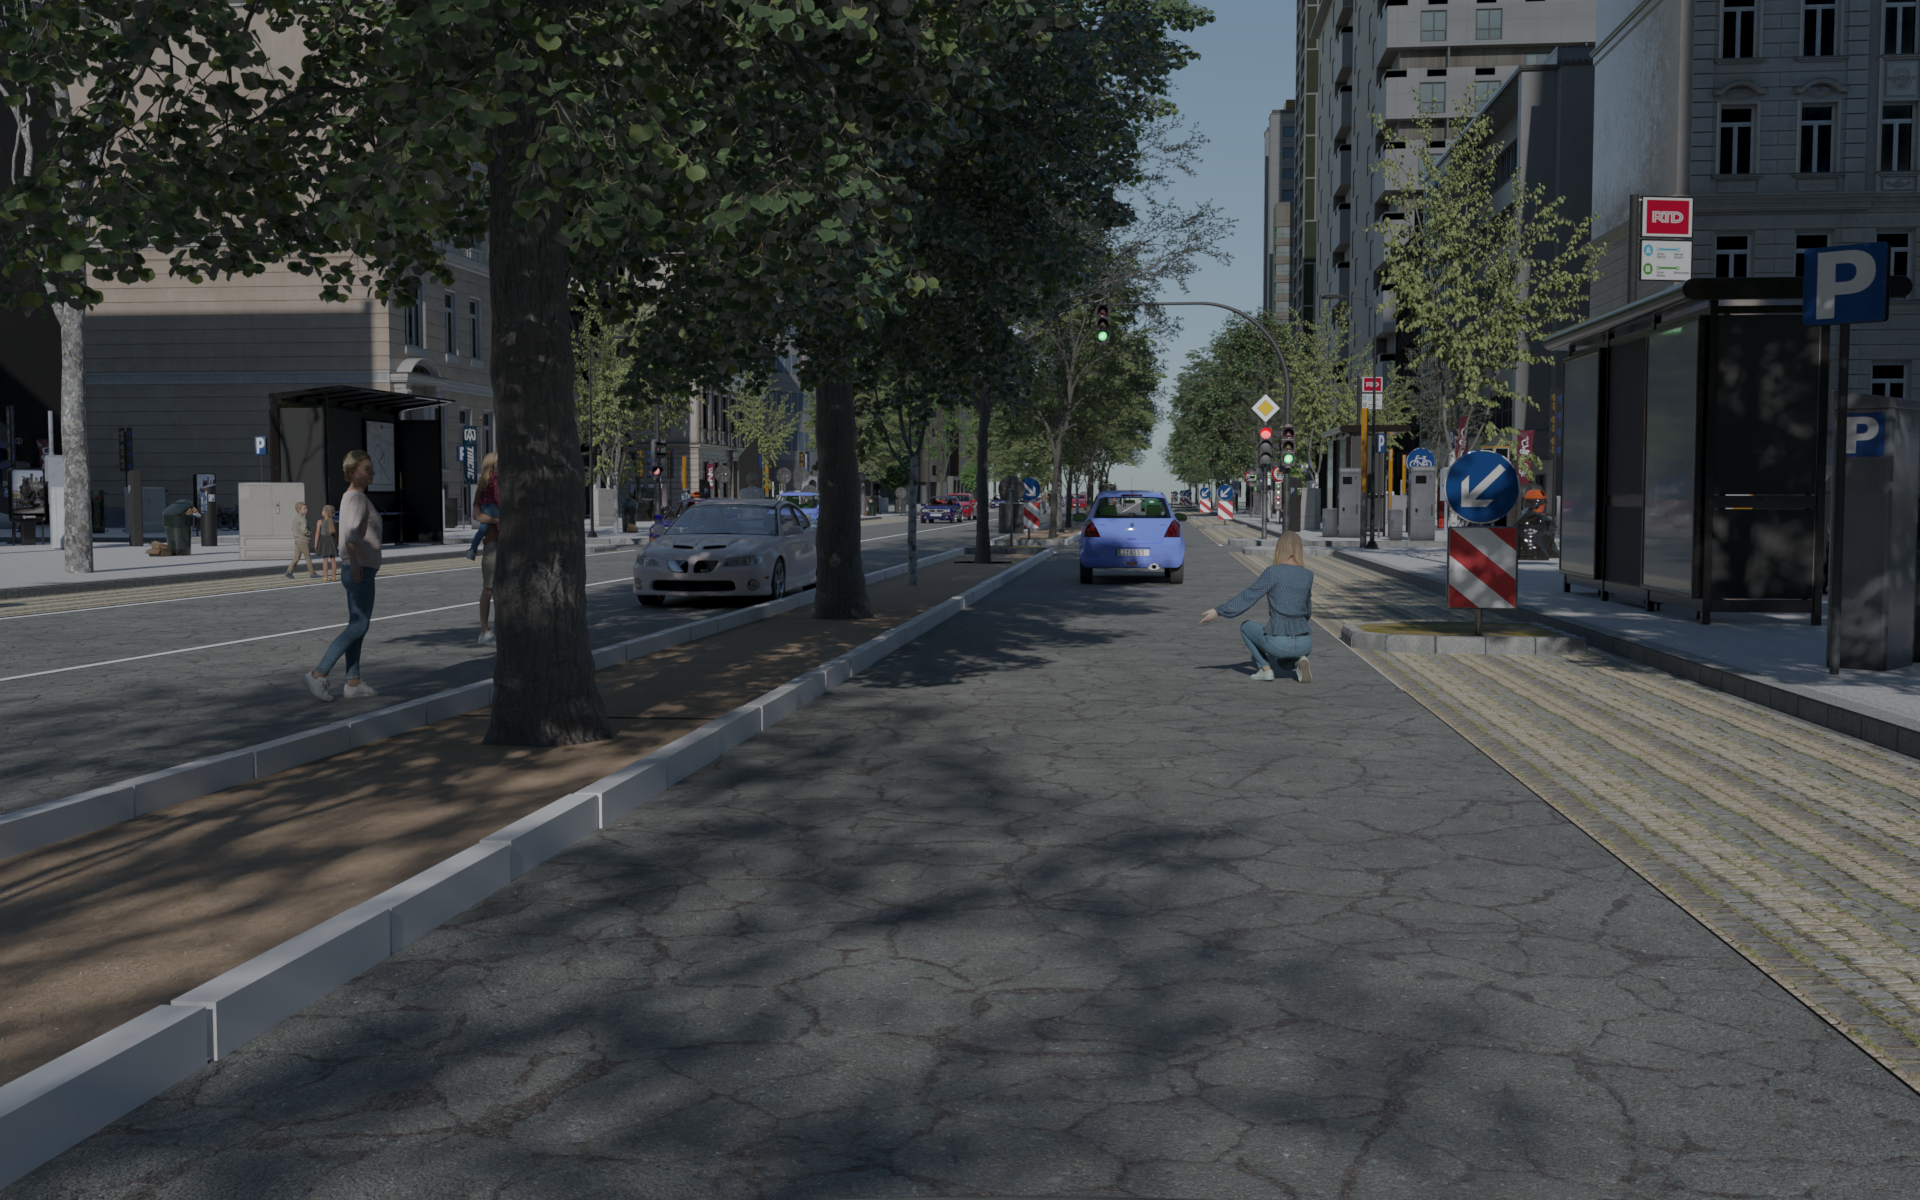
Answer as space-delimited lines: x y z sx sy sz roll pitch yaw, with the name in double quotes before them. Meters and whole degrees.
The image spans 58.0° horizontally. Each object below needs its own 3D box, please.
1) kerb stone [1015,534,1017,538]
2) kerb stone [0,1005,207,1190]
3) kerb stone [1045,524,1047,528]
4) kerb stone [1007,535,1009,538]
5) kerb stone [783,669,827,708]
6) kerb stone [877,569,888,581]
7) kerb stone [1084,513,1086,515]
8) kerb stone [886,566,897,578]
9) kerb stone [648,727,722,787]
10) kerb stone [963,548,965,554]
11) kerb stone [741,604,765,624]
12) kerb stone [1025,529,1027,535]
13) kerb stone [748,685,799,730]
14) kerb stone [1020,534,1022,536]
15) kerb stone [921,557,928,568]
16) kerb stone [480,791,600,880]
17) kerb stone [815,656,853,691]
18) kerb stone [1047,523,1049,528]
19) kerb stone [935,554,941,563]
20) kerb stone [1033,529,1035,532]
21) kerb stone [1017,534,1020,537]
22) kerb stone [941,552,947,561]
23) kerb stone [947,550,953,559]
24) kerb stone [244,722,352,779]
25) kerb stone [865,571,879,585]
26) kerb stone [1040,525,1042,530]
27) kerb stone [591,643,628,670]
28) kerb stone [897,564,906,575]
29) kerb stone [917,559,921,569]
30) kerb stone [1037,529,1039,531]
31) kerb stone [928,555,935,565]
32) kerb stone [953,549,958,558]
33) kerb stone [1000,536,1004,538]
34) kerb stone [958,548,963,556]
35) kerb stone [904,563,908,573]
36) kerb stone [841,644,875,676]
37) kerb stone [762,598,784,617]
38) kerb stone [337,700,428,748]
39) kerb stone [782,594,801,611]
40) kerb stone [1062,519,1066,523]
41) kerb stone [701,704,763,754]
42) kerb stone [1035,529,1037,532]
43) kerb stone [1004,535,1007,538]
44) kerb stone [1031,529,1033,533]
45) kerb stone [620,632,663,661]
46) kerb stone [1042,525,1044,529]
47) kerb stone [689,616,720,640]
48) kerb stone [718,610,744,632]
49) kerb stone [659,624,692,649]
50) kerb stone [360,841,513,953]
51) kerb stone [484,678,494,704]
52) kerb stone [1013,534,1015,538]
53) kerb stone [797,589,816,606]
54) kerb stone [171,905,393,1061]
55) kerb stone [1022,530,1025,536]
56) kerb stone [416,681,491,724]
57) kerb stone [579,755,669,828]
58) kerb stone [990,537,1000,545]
"kerb stone" 1.662 -2.043 55.600 0.120 0.150 1.000 0 4 6
"kerb stone" -2.004 1.123 3.853 0.120 0.150 1.000 0 4 6
"kerb stone" 3.373 -2.974 70.878 0.120 0.150 1.000 0 4 6
"kerb stone" 1.323 -1.856 52.546 0.120 0.150 1.000 0 4 6
"kerb stone" -1.092 0.623 12.008 0.120 0.150 1.000 0 4 6
"kerb stone" -1.367 -0.384 28.515 0.120 0.150 1.000 0 4 6
"kerb stone" 8.837 -5.960 119.759 0.120 0.150 1.000 0 4 6
"kerb stone" -1.243 -0.449 29.530 0.120 0.150 1.000 0 4 6
"kerb stone" -1.428 0.810 8.947 0.120 0.150 1.000 0 4 6
"kerb stone" 0.012 -1.136 40.769 0.120 0.150 1.000 0 4 6
"kerb stone" -2.373 0.177 19.343 0.120 0.150 1.000 0 4 6
"kerb stone" 2.127 -2.291 59.674 0.120 0.150 1.000 0 4 6
"kerb stone" -1.198 0.686 10.986 0.120 0.150 1.000 0 4 6
"kerb stone" 1.895 -2.162 57.642 0.120 0.150 1.000 0 4 6
"kerb stone" -0.790 -0.699 33.627 0.120 0.150 1.000 0 4 6
"kerb stone" -1.664 0.935 6.910 0.120 0.150 1.000 0 4 6
"kerb stone" -0.972 0.560 13.033 0.120 0.150 1.000 0 4 6
"kerb stone" 3.485 -3.040 71.894 0.120 0.150 1.000 0 4 6
"kerb stone" -0.560 -0.824 35.668 0.120 0.150 1.000 0 4 6
"kerb stone" 2.574 -2.540 63.742 0.120 0.150 1.000 0 4 6
"kerb stone" 1.780 -2.106 56.626 0.120 0.150 1.000 0 4 6
"kerb stone" -0.442 -0.885 36.688 0.120 0.150 1.000 0 4 6
"kerb stone" -0.331 -0.943 37.705 0.120 0.150 1.000 0 4 6
"kerb stone" -3.516 0.801 9.147 0.120 0.150 1.000 0 4 6
"kerb stone" -1.471 -0.322 27.498 0.120 0.150 1.000 0 4 6
"kerb stone" 3.033 -2.788 67.814 0.120 0.150 1.000 0 4 6
"kerb stone" -2.961 0.490 14.251 0.120 0.150 1.000 0 4 6
"kerb stone" -1.133 -0.510 30.564 0.120 0.150 1.000 0 4 6
"kerb stone" -0.903 -0.635 32.611 0.120 0.150 1.000 0 4 6
"kerb stone" 2.805 -2.666 65.777 0.120 0.150 1.000 0 4 6
"kerb stone" -0.670 -0.762 34.652 0.120 0.150 1.000 0 4 6
"kerb stone" -0.213 -1.012 38.736 0.120 0.150 1.000 0 4 6
"kerb stone" 1.094 -1.729 50.514 0.120 0.150 1.000 0 4 6
"kerb stone" -0.096 -1.074 39.752 0.120 0.150 1.000 0 4 6
"kerb stone" -1.012 -0.574 31.579 0.120 0.150 1.000 0 4 6
"kerb stone" -0.853 0.498 14.048 0.120 0.150 1.000 0 4 6
"kerb stone" -2.264 0.116 20.360 0.120 0.150 1.000 0 4 6
"kerb stone" -3.405 0.735 10.173 0.120 0.150 1.000 0 4 6
"kerb stone" -2.150 0.058 21.376 0.120 0.150 1.000 0 4 6
"kerb stone" 5.529 -4.157 90.215 0.120 0.150 1.000 0 4 6
"kerb stone" -1.322 0.748 9.963 0.120 0.150 1.000 0 4 6
"kerb stone" 2.685 -2.603 64.762 0.120 0.150 1.000 0 4 6
"kerb stone" 1.209 -1.794 51.531 0.120 0.150 1.000 0 4 6
"kerb stone" 2.461 -2.479 62.723 0.120 0.150 1.000 0 4 6
"kerb stone" -2.839 0.423 15.274 0.120 0.150 1.000 0 4 6
"kerb stone" 3.147 -2.853 68.838 0.120 0.150 1.000 0 4 6
"kerb stone" -2.609 0.299 17.312 0.120 0.150 1.000 0 4 6
"kerb stone" -2.490 0.243 18.328 0.120 0.150 1.000 0 4 6
"kerb stone" -2.734 0.362 16.291 0.120 0.150 1.000 0 4 6
"kerb stone" -1.772 1.003 5.894 0.120 0.150 1.000 0 4 6
"kerb stone" -3.180 0.610 12.218 0.120 0.150 1.000 0 4 6
"kerb stone" 1.556 -1.980 54.584 0.120 0.150 1.000 0 4 6
"kerb stone" -2.034 -0.012 22.391 0.120 0.150 1.000 0 4 6
"kerb stone" -1.882 1.059 4.877 0.120 0.150 1.000 0 4 6
"kerb stone" 2.007 -2.223 58.659 0.120 0.150 1.000 0 4 6
"kerb stone" -3.295 0.673 11.200 0.120 0.150 1.000 0 4 6
"kerb stone" -1.540 0.873 7.926 0.120 0.150 1.000 0 4 6
"kerb stone" 0.974 -1.670 49.493 0.120 0.150 1.000 0 4 6
